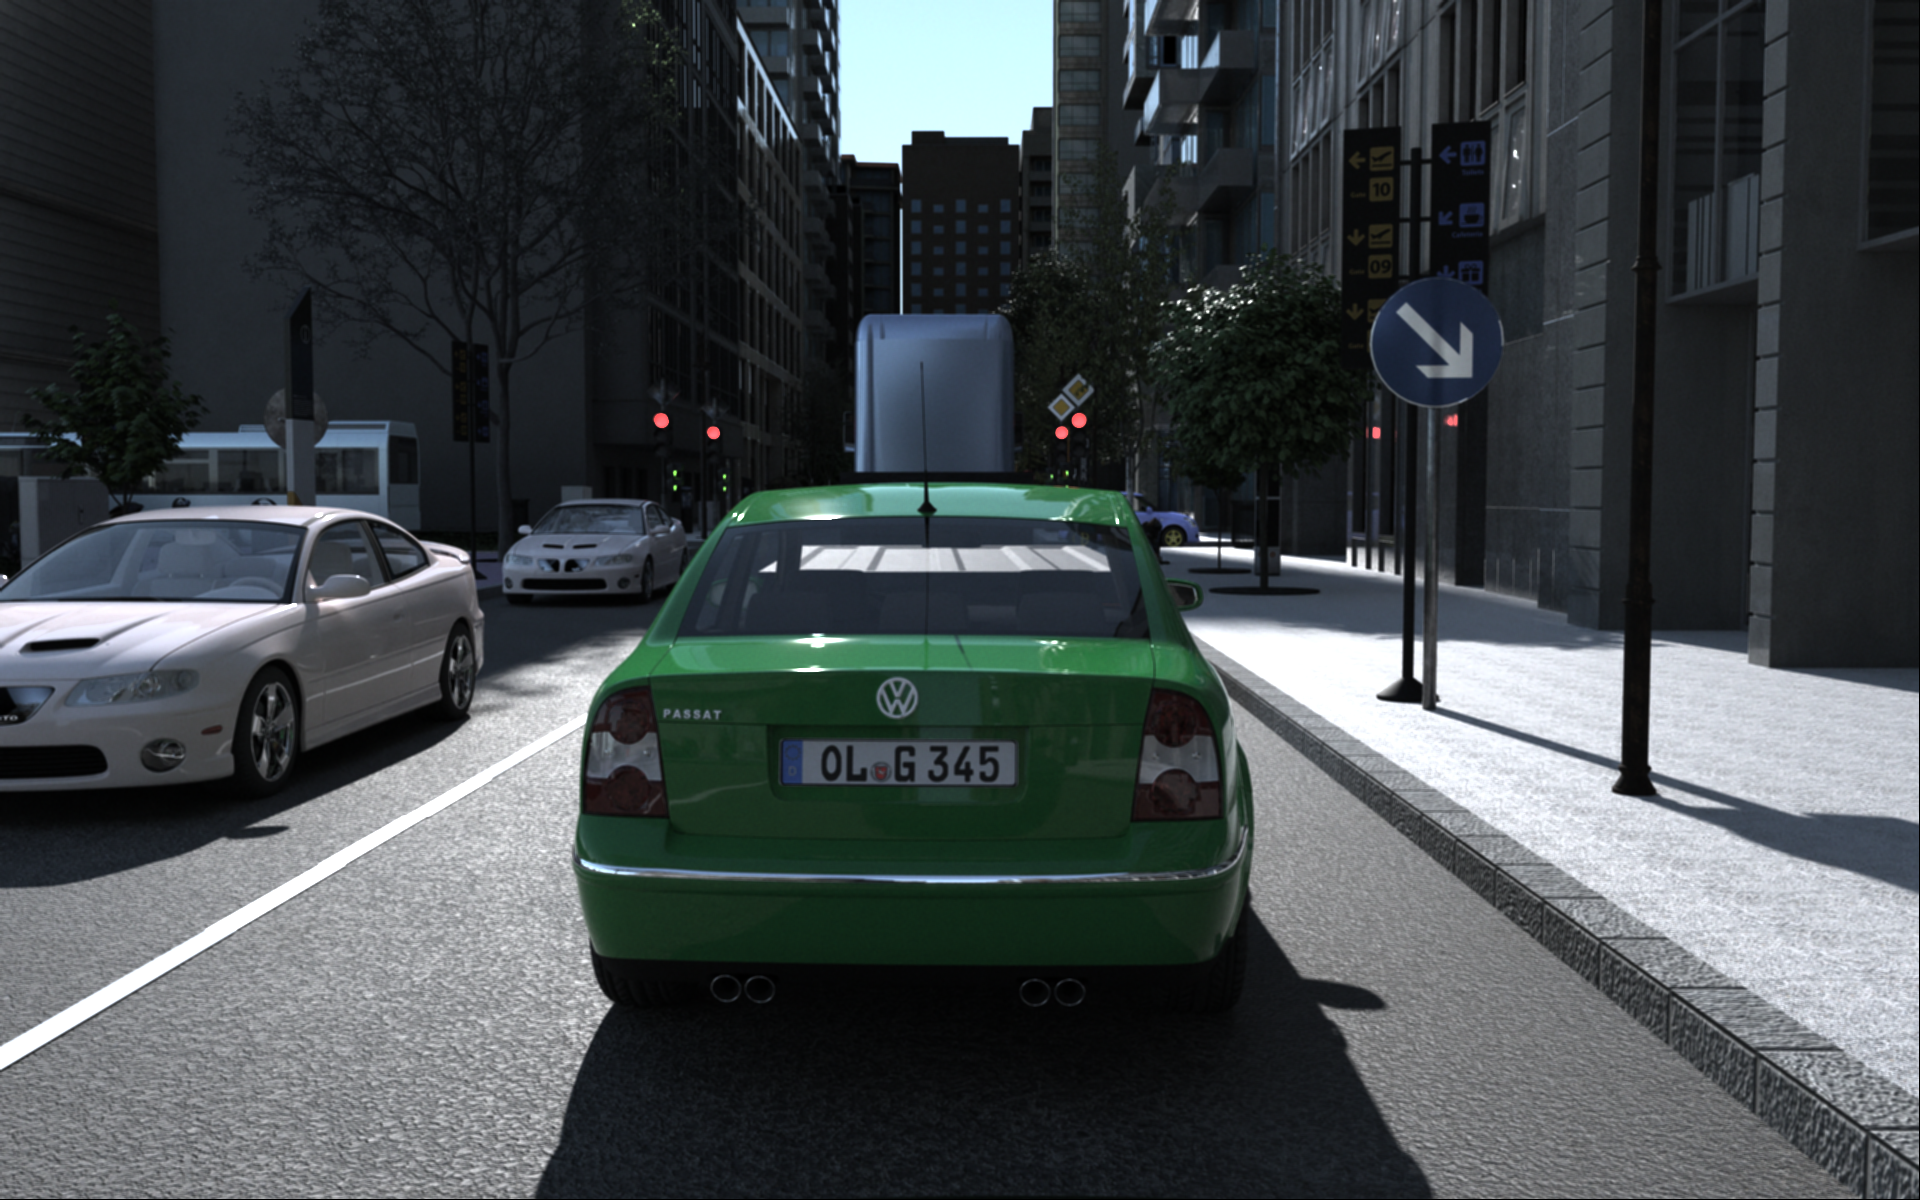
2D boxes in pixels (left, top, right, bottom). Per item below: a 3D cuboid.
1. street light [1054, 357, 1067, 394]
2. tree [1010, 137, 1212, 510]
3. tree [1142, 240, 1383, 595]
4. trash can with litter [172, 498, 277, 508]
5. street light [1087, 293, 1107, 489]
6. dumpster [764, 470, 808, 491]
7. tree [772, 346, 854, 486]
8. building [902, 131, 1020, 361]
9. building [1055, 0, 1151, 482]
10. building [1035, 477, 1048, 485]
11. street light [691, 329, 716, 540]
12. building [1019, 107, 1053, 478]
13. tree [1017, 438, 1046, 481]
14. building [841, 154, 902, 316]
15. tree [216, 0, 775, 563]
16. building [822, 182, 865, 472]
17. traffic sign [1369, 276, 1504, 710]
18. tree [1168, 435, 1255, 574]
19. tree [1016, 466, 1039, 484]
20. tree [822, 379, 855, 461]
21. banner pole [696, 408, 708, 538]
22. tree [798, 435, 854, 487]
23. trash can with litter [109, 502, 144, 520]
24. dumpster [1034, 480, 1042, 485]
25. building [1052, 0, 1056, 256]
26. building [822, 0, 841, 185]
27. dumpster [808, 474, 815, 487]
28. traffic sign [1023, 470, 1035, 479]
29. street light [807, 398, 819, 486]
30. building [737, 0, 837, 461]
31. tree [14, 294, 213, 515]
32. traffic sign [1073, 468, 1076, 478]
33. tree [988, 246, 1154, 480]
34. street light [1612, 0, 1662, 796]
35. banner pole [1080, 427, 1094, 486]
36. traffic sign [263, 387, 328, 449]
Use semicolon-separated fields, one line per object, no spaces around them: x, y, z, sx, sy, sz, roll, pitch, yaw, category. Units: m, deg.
3.350;-5.152;57.027;0.468;5.910;1.993;0;4;0;street light
3.475;-5.219;35.691;4.737;8.622;4.395;0;3;0;tree
4.060;-2.376;22.567;4.285;4.588;4.351;0;3;0;tree
-11.247;-0.981;27.100;1.678;1.210;2.233;1;4;20;trash can with litter
3.120;-4.107;39.944;0.468;5.910;1.993;0;4;0;street light
-7.105;-4.132;70.045;1.502;2.255;1.985;0;4;0;dumpster
-7.474;-8.334;86.630;4.360;8.622;3.978;0;3;0;tree
0.150;-34.652;216.676;14.200;45.320;14.600;0;4;0;building
14.394;-27.670;135.994;14.154;41.232;14.086;0;4;0;building
24.221;-30.059;183.348;32.217;40.220;23.993;0;4;0;building
-7.180;-4.637;48.610;0.468;5.910;1.993;0;4;0;street light
18.117;-36.485;220.223;21.600;48.544;21.300;0;4;0;building
4.128;-14.599;156.818;7.486;12.596;7.792;0;3;0;tree
-21.812;-34.677;221.589;28.867;44.769;22.147;0;4;0;building
-8.708;-7.459;32.319;12.009;13.543;11.850;0;3;0;tree
-16.320;-23.826;161.255;14.160;30.474;14.107;0;4;0;building
2.795;-0.620;10.242;0.768;2.556;0.104;0;4;7;traffic sign
4.214;-2.067;28.398;1.663;3.219;1.824;0;3;0;tree
4.031;-6.745;104.889;1.663;3.219;1.824;0;3;0;tree
-7.192;-9.871;111.757;4.737;8.622;4.395;0;3;0;tree
-7.530;-3.705;50.589;0.401;3.779;0.863;0;4;-6;banner pole
-7.365;-6.912;96.717;4.285;4.588;4.351;0;3;0;tree
-12.066;-0.805;24.544;1.055;1.170;0.624;2;4;24;trash can with litter
3.673;-5.572;93.598;1.502;2.255;1.985;0;4;1;dumpster
18.854;-37.601;156.781;21.231;58.520;28.212;0;4;0;building
-24.737;-53.286;183.891;31.000;86.520;22.319;0;4;0;building
-7.067;-4.464;75.482;1.502;2.255;1.985;0;4;1;dumpster
3.564;-5.581;91.353;0.768;2.556;0.104;0;4;3;traffic sign
-6.942;-6.684;82.078;0.468;5.910;1.993;0;4;0;street light
-21.646;-31.717;138.184;23.786;49.044;30.456;0;4;0;building
-8.322;-1.366;16.932;1.663;3.219;1.824;0;3;0;tree
3.721;-3.584;59.782;0.795;2.450;0.064;0;4;7;traffic sign
4.341;-9.980;80.175;9.611;12.733;9.660;0;3;0;tree
2.897;-2.109;7.266;0.468;5.910;1.993;0;4;0;street light
4.791;-4.580;64.904;0.863;3.779;0.401;0;4;-2;banner pole
-7.789;-1.236;20.322;0.768;2.556;0.104;0;4;1;traffic sign
